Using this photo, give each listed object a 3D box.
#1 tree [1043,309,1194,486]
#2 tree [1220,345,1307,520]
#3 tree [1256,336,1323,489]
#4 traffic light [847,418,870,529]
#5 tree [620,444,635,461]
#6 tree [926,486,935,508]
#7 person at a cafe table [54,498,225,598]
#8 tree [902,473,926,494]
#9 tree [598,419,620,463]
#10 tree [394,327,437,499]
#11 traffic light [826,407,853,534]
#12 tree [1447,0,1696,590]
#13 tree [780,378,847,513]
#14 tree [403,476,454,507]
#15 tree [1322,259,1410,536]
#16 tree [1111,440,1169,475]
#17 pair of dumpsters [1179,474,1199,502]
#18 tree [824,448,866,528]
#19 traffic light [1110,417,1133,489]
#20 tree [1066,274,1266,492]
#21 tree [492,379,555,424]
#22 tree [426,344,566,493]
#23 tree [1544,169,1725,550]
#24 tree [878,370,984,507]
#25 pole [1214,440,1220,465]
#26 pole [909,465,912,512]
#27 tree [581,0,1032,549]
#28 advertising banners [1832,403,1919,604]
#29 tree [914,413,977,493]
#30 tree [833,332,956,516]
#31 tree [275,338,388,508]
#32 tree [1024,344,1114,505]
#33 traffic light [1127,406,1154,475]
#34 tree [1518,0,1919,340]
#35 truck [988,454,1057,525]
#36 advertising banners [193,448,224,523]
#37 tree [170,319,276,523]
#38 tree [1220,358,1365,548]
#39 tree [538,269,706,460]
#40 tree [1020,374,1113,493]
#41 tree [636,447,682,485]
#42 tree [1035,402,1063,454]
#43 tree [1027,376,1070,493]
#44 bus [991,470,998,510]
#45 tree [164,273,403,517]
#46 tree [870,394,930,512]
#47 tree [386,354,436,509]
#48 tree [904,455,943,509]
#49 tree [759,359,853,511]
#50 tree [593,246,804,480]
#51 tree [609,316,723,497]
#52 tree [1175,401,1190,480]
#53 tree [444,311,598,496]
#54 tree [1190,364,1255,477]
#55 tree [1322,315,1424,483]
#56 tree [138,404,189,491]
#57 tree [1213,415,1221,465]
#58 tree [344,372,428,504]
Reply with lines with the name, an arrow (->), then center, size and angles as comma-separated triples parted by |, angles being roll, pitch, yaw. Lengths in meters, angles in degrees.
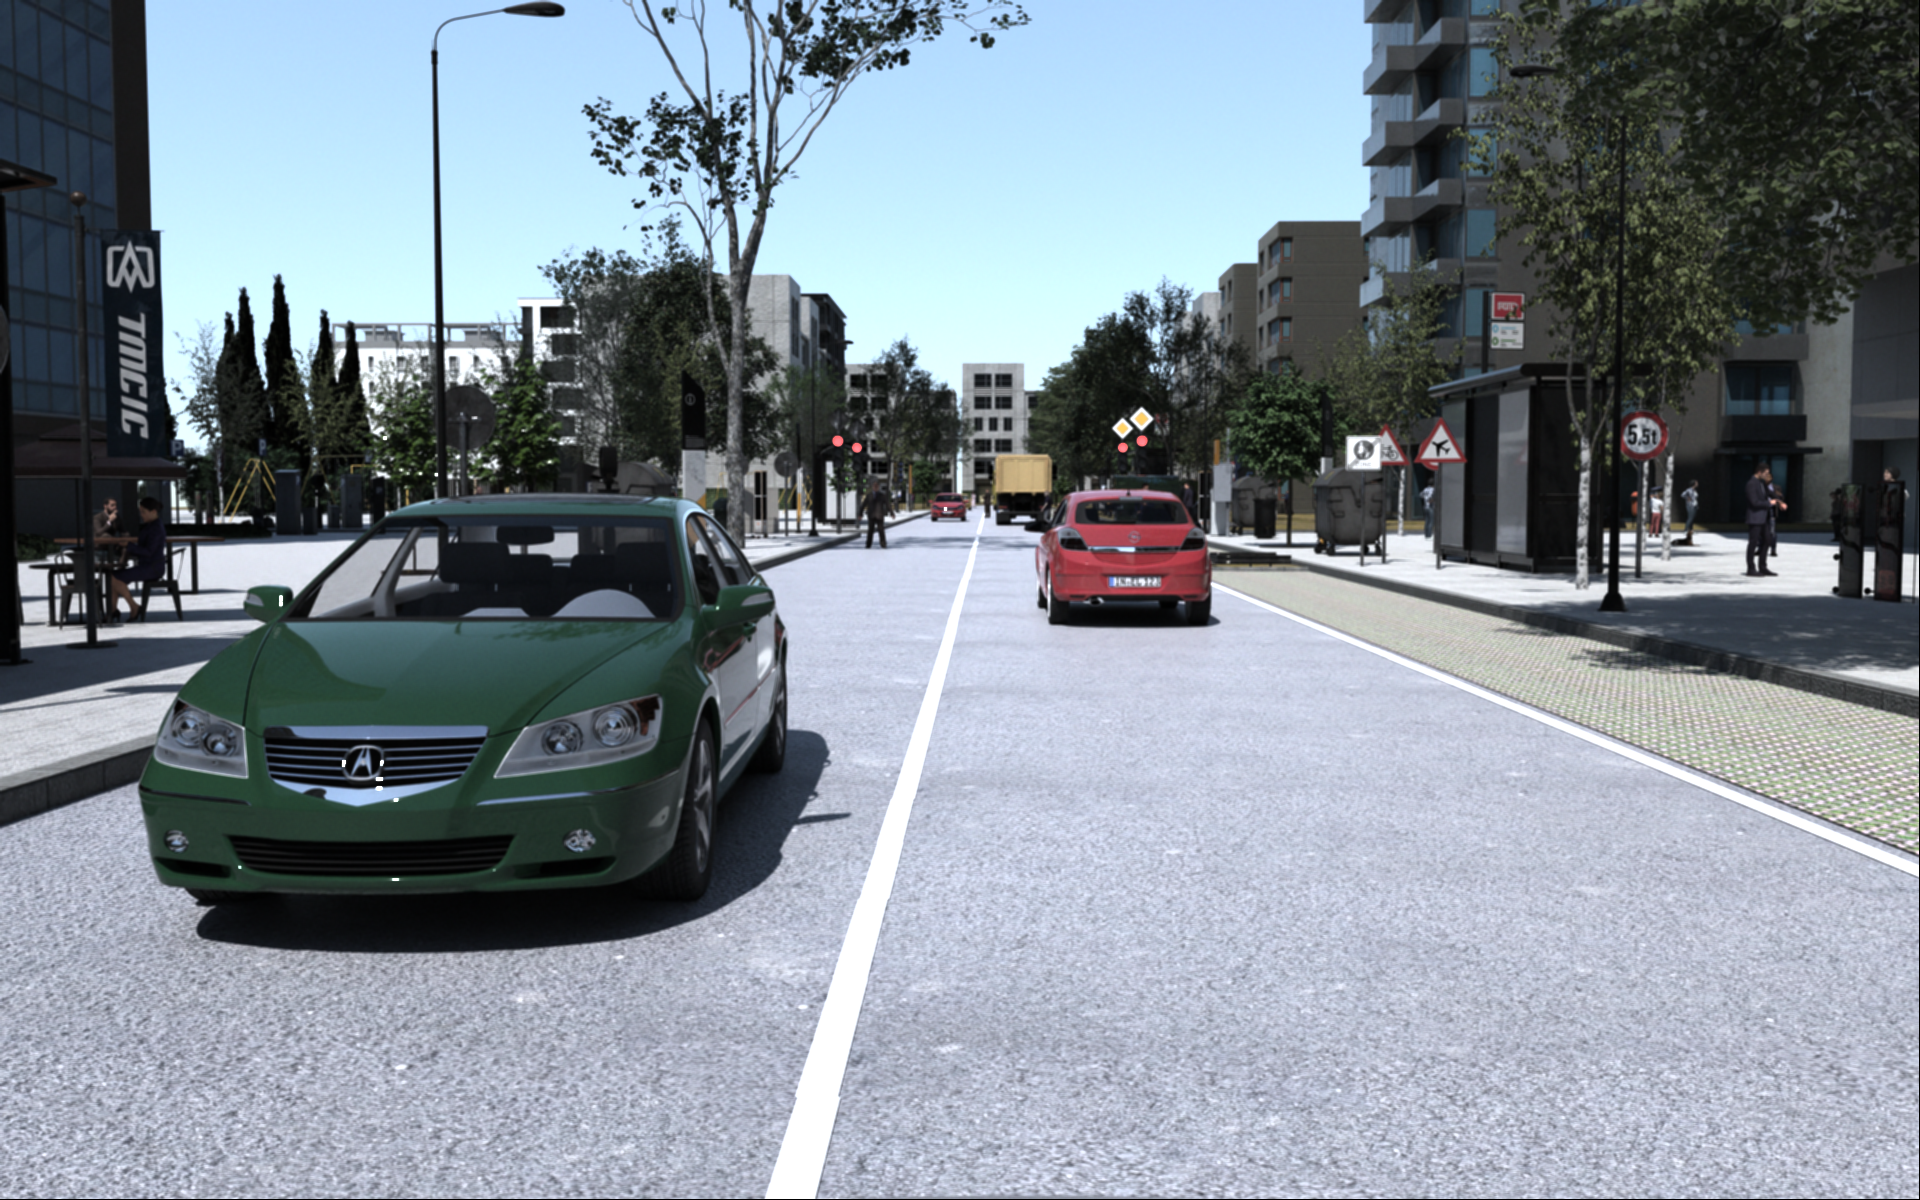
tree -> 9.753, -11.661, 107.660 | 9.611, 12.733, 9.660 | 0, 3, 0
tree -> 15.258, -8.221, 84.776 | 4.360, 8.622, 3.978 | 0, 3, 0
tree -> 16.606, -7.822, 78.252 | 4.737, 8.622, 4.395 | 0, 3, 0
traffic light -> -3.754, -4.582, 63.837 | 0.839, 4.253, 0.868 | 0, 4, 1
tree -> -25.833, -11.284, 134.852 | 4.360, 8.622, 3.978 | 0, 3, 0
tree -> -3.150, -9.925, 156.878 | 1.663, 3.219, 1.824 | 0, 3, 0
person at a cafe table -> -10.638, -0.691, 22.156 | 1.726, 1.238, 1.698 | 3, 5, 42
tree -> -3.767, -8.691, 136.694 | 1.663, 3.219, 1.824 | 0, 3, 0
tree -> -27.383, -10.769, 126.432 | 4.360, 8.622, 3.978 | 0, 3, 0
tree -> -23.122, -7.721, 76.597 | 4.360, 8.622, 3.978 | 0, 3, 0
traffic light -> -3.892, -4.094, 55.853 | 0.839, 4.253, 0.868 | 0, 4, 1
tree -> 8.617, -4.447, 23.064 | 4.737, 8.622, 4.395 | 0, 3, 0
tree -> -8.978, -9.652, 108.179 | 4.360, 8.622, 3.978 | 0, 3, 0
tree -> -46.697, -13.780, 127.124 | 13.155, 14.587, 18.604 | 2, 4, 25
tree -> 13.393, -6.250, 52.556 | 4.737, 8.622, 4.395 | 0, 3, 0
tree -> 9.679, -6.631, 92.124 | 4.285, 4.588, 4.351 | 0, 3, 0
pair of dumpsters -> 11.335, -5.122, 86.232 | 1.574, 2.255, 4.437 | 0, 4, 1
tree -> -4.527, -4.382, 66.250 | 1.663, 3.219, 1.824 | 0, 3, 0
traffic light -> 5.946, -4.573, 63.686 | 0.839, 4.253, 0.868 | 0, 4, 1
tree -> 9.047, -8.467, 72.852 | 8.767, 10.594, 7.601 | 0, 4, 6
tree -> -26.478, -9.489, 105.511 | 4.737, 8.622, 4.395 | 0, 3, 0
tree -> -5.593, -1.703, 22.444 | 1.663, 3.219, 1.824 | 0, 3, 0
tree -> 15.584, -5.451, 39.488 | 4.360, 8.622, 3.978 | 0, 3, 0
tree -> -3.220, -15.983, 171.684 | 12.009, 13.543, 11.850 | 0, 3, 0
pole -> 9.643, -4.358, 65.099 | 0.158, 3.312, 0.155 | 0, 3, 0
pole -> -3.474, -7.803, 121.428 | 0.158, 3.312, 0.155 | 0, 3, 0
tree -> -4.076, -11.319, 40.949 | 12.611, 20.169, 13.585 | 0, 3, 0
advertising banners -> 11.093, -1.497, 20.657 | 0.090, 3.025, 2.074 | 0, 4, -5
tree -> -2.017, -17.272, 208.147 | 9.928, 11.665, 9.643 | 0, 3, 0
tree -> -3.967, -10.112, 99.742 | 7.601, 10.594, 8.767 | 1, 4, 17
tree -> -30.513, -8.092, 82.672 | 4.737, 8.622, 4.395 | 0, 3, 0
tree -> 9.027, -12.982, 130.375 | 7.486, 12.596, 7.792 | 0, 3, 0
traffic light -> 5.808, -4.084, 55.702 | 0.839, 4.253, 0.868 | 0, 4, 1
tree -> 7.185, -5.764, 12.374 | 7.486, 12.596, 7.792 | 0, 3, 0
truck -> 3.028, -5.338, 83.196 | 3.469, 3.379, 9.791 | 0, 4, 2
advertising banners -> -28.675, -4.278, 66.128 | 2.074, 3.025, 0.090 | 2, 4, 35
tree -> -31.055, -7.488, 72.795 | 4.360, 8.622, 3.978 | 0, 3, 0
tree -> 7.975, -3.544, 41.666 | 4.285, 4.588, 4.351 | 0, 3, 0
tree -> -18.662, -11.209, 93.638 | 12.009, 13.543, 11.850 | 0, 3, 0
tree -> 11.030, -16.043, 172.667 | 12.009, 13.543, 11.850 | 0, 3, 0
tree -> -21.454, -10.872, 128.116 | 4.360, 8.622, 3.978 | 0, 3, 0
tree -> 9.712, -12.840, 144.349 | 7.601, 10.594, 8.767 | -1, 4, -9
tree -> 9.474, -13.912, 153.219 | 9.928, 11.665, 9.643 | 0, 3, 0
bus -> 4.206, -10.070, 156.194 | 2.896, 3.916, 12.252 | 0, 4, 1
tree -> -43.420, -12.513, 106.411 | 13.155, 14.587, 18.604 | 0, 4, -5
tree -> -4.075, -10.777, 126.563 | 4.737, 8.622, 4.395 | 0, 3, 0
tree -> -28.889, -8.525, 89.740 | 4.737, 8.622, 4.395 | 0, 3, 0
tree -> -3.137, -9.856, 144.864 | 4.285, 4.588, 4.351 | 0, 3, 0
tree -> -12.018, -12.755, 134.300 | 9.928, 11.665, 9.643 | 0, 3, 0
tree -> -12.561, -10.004, 80.573 | 9.611, 12.733, 9.660 | 0, 3, 0
tree -> -11.901, -7.373, 70.910 | 4.737, 8.622, 4.395 | 0, 3, 0
tree -> 16.817, -10.437, 120.999 | 4.737, 8.622, 4.395 | 0, 3, 0
tree -> -17.472, -7.239, 68.722 | 4.360, 8.622, 3.978 | 0, 3, 0
tree -> 15.850, -9.073, 98.704 | 4.737, 8.622, 4.395 | 0, 3, 0
tree -> 16.914, -7.333, 70.258 | 4.360, 8.622, 3.978 | 0, 3, 0
tree -> -45.529, -7.588, 86.970 | 20.602, 7.101, 11.467 | 2, 4, 31
tree -> 15.493, -8.524, 89.723 | 4.360, 8.622, 3.978 | 0, 3, 0
tree -> -8.615, -2.018, 27.593 | 1.663, 3.219, 1.824 | 0, 3, 0
